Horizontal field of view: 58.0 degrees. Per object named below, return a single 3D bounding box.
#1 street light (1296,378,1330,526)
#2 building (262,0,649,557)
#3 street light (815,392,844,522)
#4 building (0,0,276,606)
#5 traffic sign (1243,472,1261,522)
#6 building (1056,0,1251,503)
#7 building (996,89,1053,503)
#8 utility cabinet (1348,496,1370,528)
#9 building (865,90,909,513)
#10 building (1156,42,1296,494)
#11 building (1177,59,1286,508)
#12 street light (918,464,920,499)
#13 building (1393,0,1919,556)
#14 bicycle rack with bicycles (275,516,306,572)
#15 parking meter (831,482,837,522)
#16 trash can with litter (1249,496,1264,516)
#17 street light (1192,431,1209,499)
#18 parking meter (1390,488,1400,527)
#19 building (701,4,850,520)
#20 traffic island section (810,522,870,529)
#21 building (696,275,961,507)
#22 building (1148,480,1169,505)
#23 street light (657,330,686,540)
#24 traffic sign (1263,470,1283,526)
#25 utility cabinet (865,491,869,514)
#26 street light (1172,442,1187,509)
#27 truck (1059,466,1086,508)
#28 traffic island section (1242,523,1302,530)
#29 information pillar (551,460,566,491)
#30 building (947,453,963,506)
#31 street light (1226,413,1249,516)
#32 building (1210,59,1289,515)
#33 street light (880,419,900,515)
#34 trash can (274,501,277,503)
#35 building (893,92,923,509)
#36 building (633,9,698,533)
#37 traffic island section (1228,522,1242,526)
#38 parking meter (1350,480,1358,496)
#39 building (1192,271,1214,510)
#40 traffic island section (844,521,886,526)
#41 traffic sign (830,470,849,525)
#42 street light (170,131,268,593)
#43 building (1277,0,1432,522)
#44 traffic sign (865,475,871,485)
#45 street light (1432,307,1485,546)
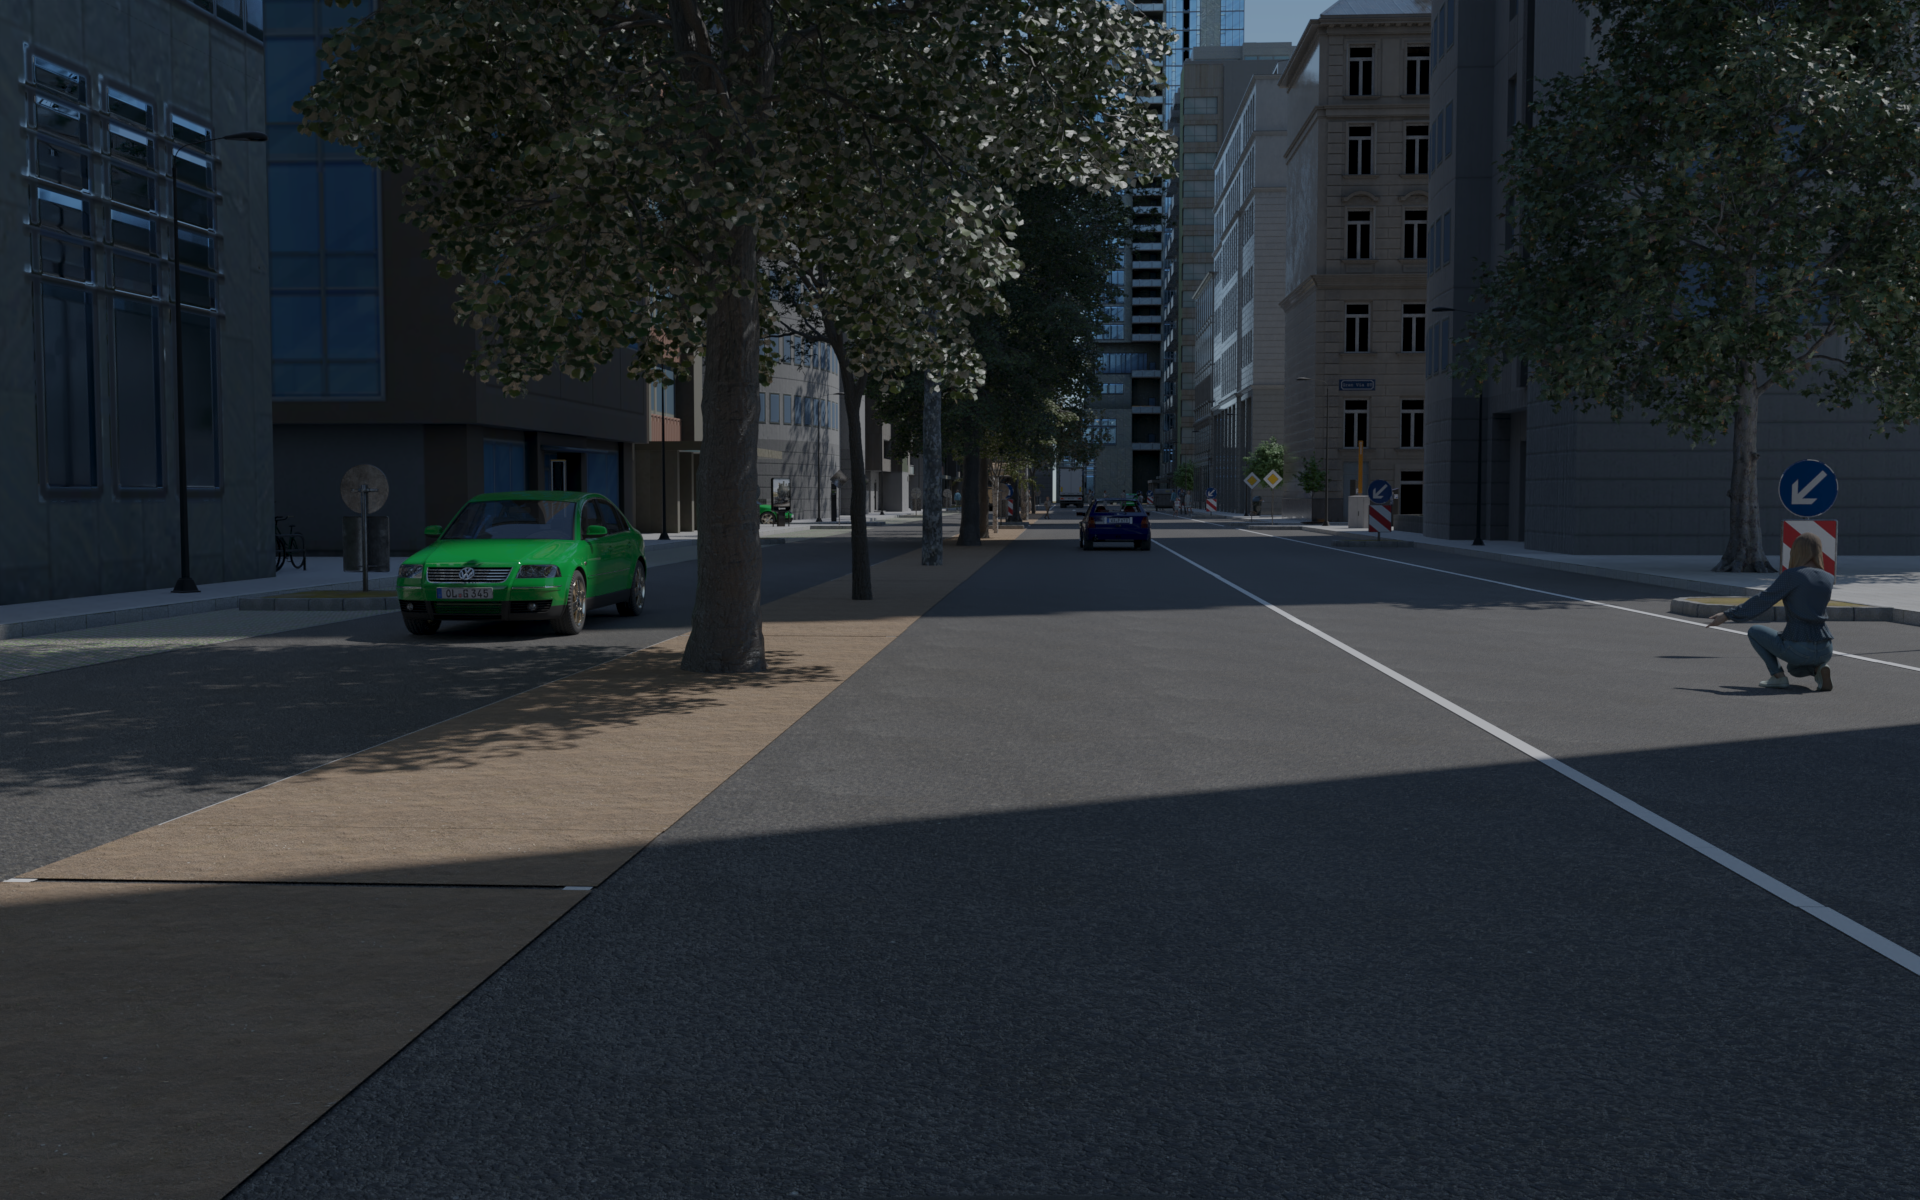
[{"bbox_3d":[14.104,-5.909,69.147,1.470,5.913,1.316,0,4,4],"label":"street light"},{"bbox_3d":[-16.088,-23.899,40.857,14.600,45.320,14.200,0,4,4],"label":"building"},{"bbox_3d":[-5.930,-6.528,79.271,1.470,5.913,1.316,0,4,4],"label":"street light"},{"bbox_3d":[-20.692,-42.606,9.285,22.319,86.520,31.000,0,4,4],"label":"building"},{"bbox_3d":[13.183,-4.562,78.236,0.795,2.450,0.064,0,4,4],"label":"traffic sign"},{"bbox_3d":[29.404,-57.128,246.716,31.000,86.520,22.319,0,4,4],"label":"building"},{"bbox_3d":[-0.667,-43.169,247.819,28.212,58.520,21.231,0,4,4],"label":"building"},{"bbox_3d":[14.969,-3.294,65.021,0.306,1.237,1.020,-1,4,-21],"label":"utility cabinet"},{"bbox_3d":[-11.280,-21.418,121.883,14.160,30.474,14.107,0,4,4],"label":"building"},{"bbox_3d":[33.890,-34.798,188.557,23.786,49.044,30.456,0,4,4],"label":"building"},{"bbox_3d":[28.027,-29.559,166.889,14.154,41.232,14.086,0,4,4],"label":"building"},{"bbox_3d":[-2.582,-9.735,131.708,1.470,5.913,1.316,0,4,4],"label":"street light"},{"bbox_3d":[24.247,-30.941,47.885,21.231,58.520,28.212,0,4,4],"label":"building"},{"bbox_3d":[-11.967,-0.935,28.674,2.852,0.926,2.925,2,4,24],"label":"bicycle rack with bicycles"},{"bbox_3d":[-5.884,-4.591,80.776,0.255,1.863,0.399,0,4,-7],"label":"parking meter"},{"bbox_3d":[17.423,-5.531,101.823,0.624,1.170,1.055,2,4,30],"label":"trash can with litter"},{"bbox_3d":[17.682,-9.444,126.958,1.470,5.913,1.316,0,4,4],"label":"street light"},{"bbox_3d":[17.079,-3.650,68.092,0.372,1.533,0.369,0,3,0],"label":"parking meter"},{"bbox_3d":[-17.225,-33.654,92.237,21.231,58.520,28.212,0,4,4],"label":"building"},{"bbox_3d":[-5.000,-3.008,71.456,2.009,0.180,2.903,0,4,4],"label":"traffic island section"},{"bbox_3d":[-11.437,-31.456,168.929,22.147,44.769,28.867,0,4,4],"label":"building"},{"bbox_3d":[39.953,-32.039,215.726,32.217,40.220,23.993,0,4,4],"label":"building"},{"bbox_3d":[-7.763,-4.640,48.402,1.470,5.913,1.316,0,4,4],"label":"street light"},{"bbox_3d":[12.682,-4.075,70.267,0.795,2.450,0.064,0,4,4],"label":"traffic sign"},{"bbox_3d":[-6.278,-6.104,108.475,1.173,1.500,0.318,2,4,27],"label":"utility cabinet"},{"bbox_3d":[19.413,-11.044,153.104,1.470,5.913,1.316,0,4,4],"label":"street light"},{"bbox_3d":[11.760,-11.783,181.557,2.839,4.237,11.283,0,4,5],"label":"truck"},{"bbox_3d":[12.706,-2.940,70.342,2.009,0.180,2.903,0,4,4],"label":"traffic island section"},{"bbox_3d":[-8.641,-2.008,37.325,0.304,2.012,0.304,-1,4,-9],"label":"information pillar"},{"bbox_3d":[-6.337,-25.637,190.859,14.160,30.474,14.107,0,4,4],"label":"building"},{"bbox_3d":[15.975,-7.778,99.717,1.470,5.913,1.316,0,4,4],"label":"street light"},{"bbox_3d":[24.108,-20.902,119.233,11.434,29.767,29.804,0,4,4],"label":"building"},{"bbox_3d":[-4.218,-8.136,105.567,1.470,5.913,1.316,0,4,4],"label":"street light"},{"bbox_3d":[-13.924,-1.386,34.311,0.748,1.137,0.748,0,3,0],"label":"trash can"},{"bbox_3d":[-10.120,-28.134,143.581,14.154,41.232,14.086,0,4,4],"label":"building"},{"bbox_3d":[-22.311,-24.763,59.504,28.867,44.769,22.147,0,4,4],"label":"building"},{"bbox_3d":[13.207,-3.427,78.312,2.009,0.180,2.903,0,4,4],"label":"traffic island section"},{"bbox_3d":[15.967,-3.934,70.026,0.399,1.863,0.255,-3,5,-42],"label":"parking meter"},{"bbox_3d":[24.718,-18.003,143.500,9.793,20.994,18.267,0,4,4],"label":"building"},{"bbox_3d":[-4.500,-3.495,79.425,2.009,0.180,2.903,0,4,4],"label":"traffic island section"},{"bbox_3d":[-4.976,-4.144,71.393,0.795,2.450,0.064,0,4,4],"label":"traffic sign"},{"bbox_3d":[-9.550,-3.046,22.351,1.470,5.913,1.316,0,4,4],"label":"street light"},{"bbox_3d":[28.508,-17.476,82.989,25.104,27.353,12.463,0,4,4],"label":"building"},{"bbox_3d":[-4.476,-4.631,79.362,0.795,2.450,0.064,0,4,4],"label":"traffic sign"},{"bbox_3d":[12.398,-4.315,43.092,1.470,5.913,1.316,0,4,4],"label":"street light"}]
